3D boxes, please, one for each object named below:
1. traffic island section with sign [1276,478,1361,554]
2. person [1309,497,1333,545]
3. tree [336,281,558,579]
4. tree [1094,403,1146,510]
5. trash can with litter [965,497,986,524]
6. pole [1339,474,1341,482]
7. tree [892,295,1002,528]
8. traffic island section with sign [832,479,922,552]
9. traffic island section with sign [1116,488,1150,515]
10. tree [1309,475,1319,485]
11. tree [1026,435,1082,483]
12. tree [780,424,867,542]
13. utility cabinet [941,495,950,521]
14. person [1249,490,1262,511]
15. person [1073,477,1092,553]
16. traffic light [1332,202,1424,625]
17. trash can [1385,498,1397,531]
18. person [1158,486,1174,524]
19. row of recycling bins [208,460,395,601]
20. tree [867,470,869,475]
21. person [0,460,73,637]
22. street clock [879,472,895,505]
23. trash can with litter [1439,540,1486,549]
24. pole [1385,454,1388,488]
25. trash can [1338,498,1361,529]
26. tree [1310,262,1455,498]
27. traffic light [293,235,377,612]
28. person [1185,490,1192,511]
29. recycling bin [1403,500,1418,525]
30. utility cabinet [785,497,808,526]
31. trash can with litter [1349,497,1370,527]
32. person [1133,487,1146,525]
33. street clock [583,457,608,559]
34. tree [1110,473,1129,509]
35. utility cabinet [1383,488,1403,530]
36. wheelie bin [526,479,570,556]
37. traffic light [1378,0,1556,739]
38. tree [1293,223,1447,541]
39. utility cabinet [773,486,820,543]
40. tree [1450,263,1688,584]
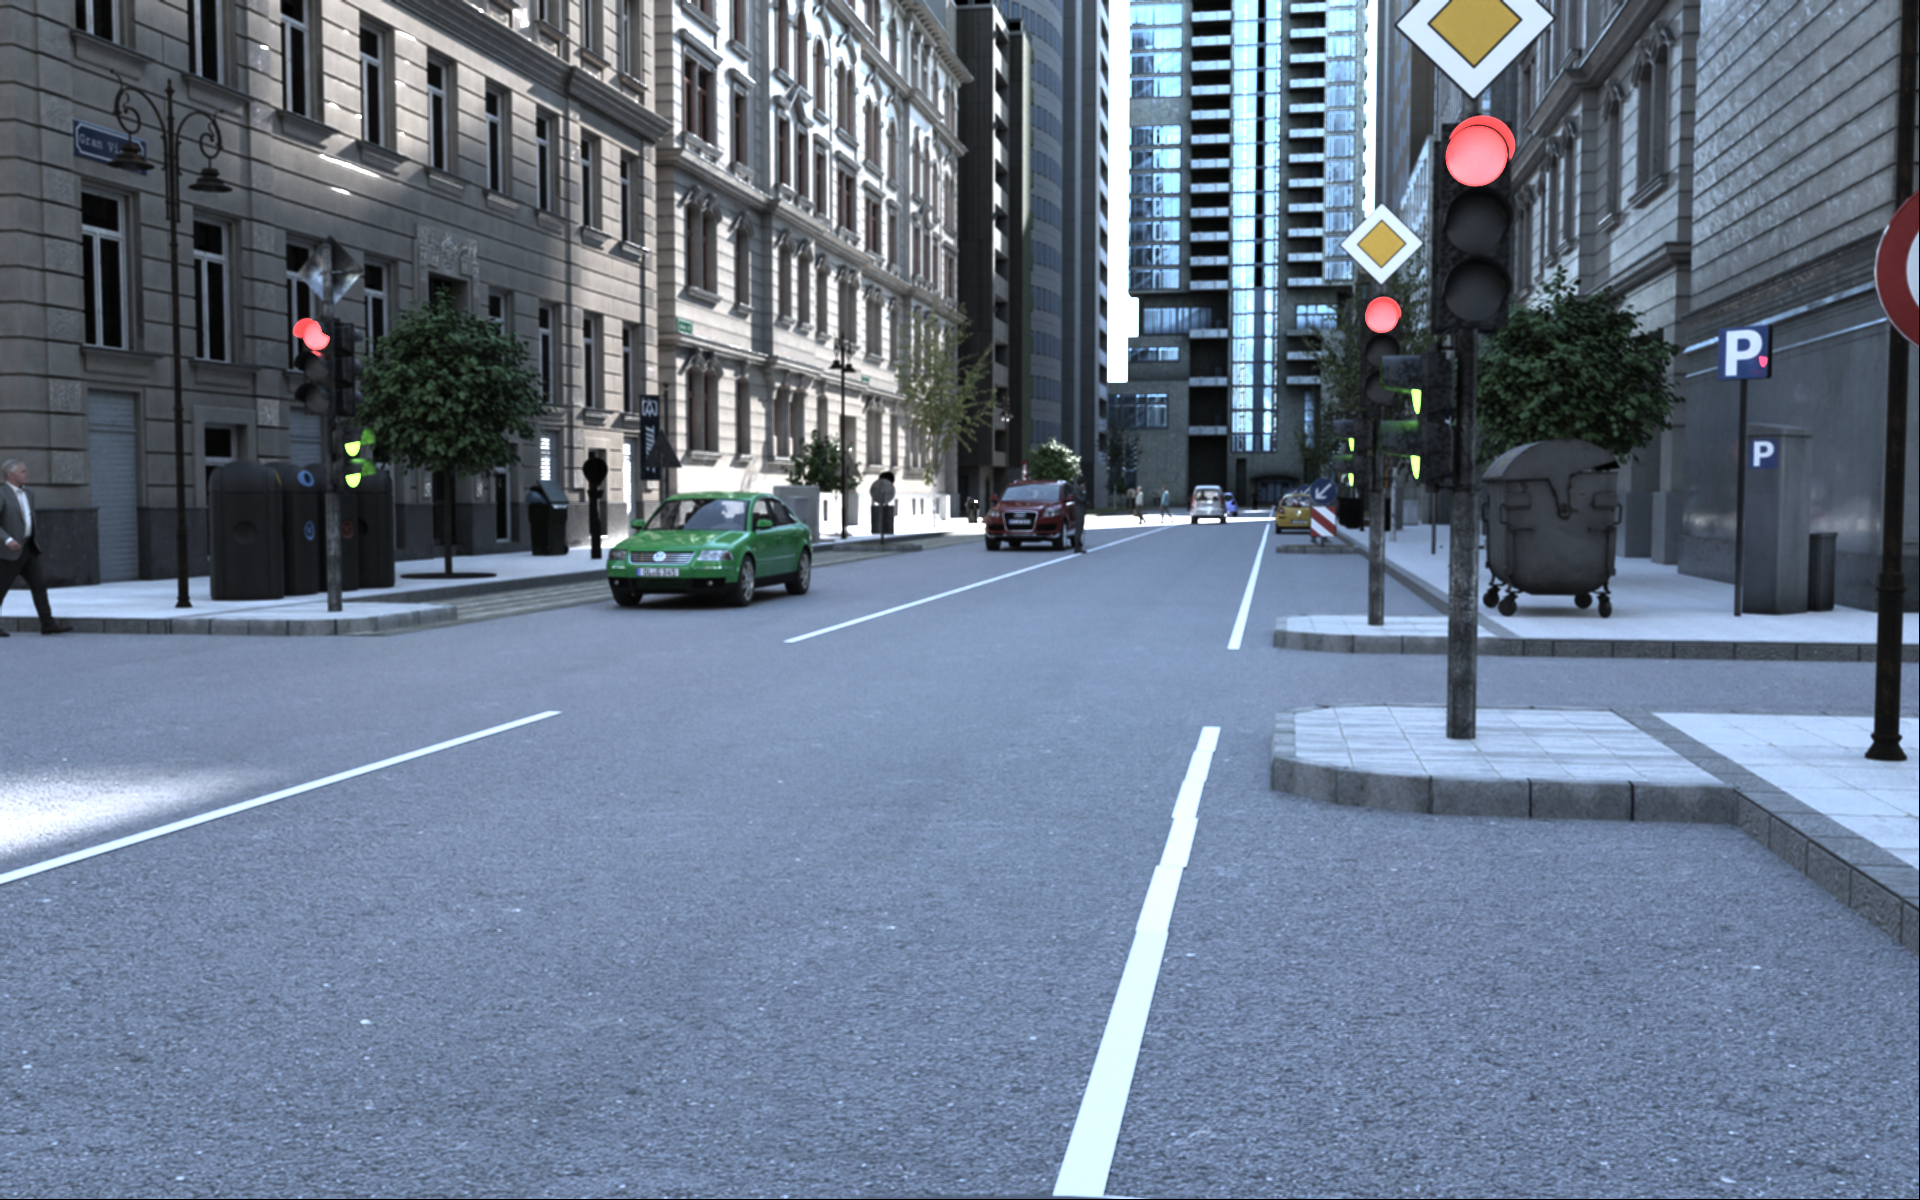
[{"bbox_3d":[8.761,-2.067,42.418,1.989,1.847,2.006,1,4,10],"label":"traffic island section with sign"},{"bbox_3d":[10.209,-2.464,48.772,0.713,1.824,0.794,2,4,26],"label":"person"},{"bbox_3d":[-7.855,-2.631,26.735,4.285,4.588,4.351,0,3,0],"label":"tree"},{"bbox_3d":[12.664,-11.574,139.596,4.360,8.622,3.978,0,3,0],"label":"tree"},{"bbox_3d":[0.777,-3.875,74.751,1.055,1.170,0.624,-1,4,-10],"label":"trash can with litter"},{"bbox_3d":[19.897,-5.904,90.379,0.158,3.312,0.155,0,3,0],"label":"pole"},{"bbox_3d":[-0.759,-7.020,65.133,4.737,8.622,4.395,0,3,0],"label":"tree"},{"bbox_3d":[-2.015,-2.138,43.586,1.989,1.847,2.006,1,4,10],"label":"traffic island section with sign"},{"bbox_3d":[11.842,-6.770,119.320,1.989,1.847,2.006,1,4,10],"label":"traffic island section with sign"},{"bbox_3d":[32.247,-10.015,158.354,1.663,3.219,1.824,0,3,0],"label":"tree"},{"bbox_3d":[5.003,-6.833,95.439,4.285,4.588,4.351,0,3,0],"label":"tree"},{"bbox_3d":[-3.830,-3.210,47.088,1.663,3.219,1.824,0,3,0],"label":"tree"},{"bbox_3d":[-0.700,-4.320,81.790,0.306,1.237,1.020,1,4,8],"label":"utility cabinet"},{"bbox_3d":[25.354,-8.569,148.745,1.348,1.807,0.705,-1,4,-20],"label":"person"},{"bbox_3d":[2.964,-2.060,41.983,0.447,1.846,0.655,1,4,9],"label":"person"},{"bbox_3d":[4.059,-1.709,16.868,0.839,4.253,0.868,1,4,10],"label":"traffic light"},{"bbox_3d":[14.727,-2.956,59.976,0.748,1.137,0.748,0,3,0],"label":"trash can"},{"bbox_3d":[9.864,-4.566,83.009,0.748,1.841,0.638,3,4,36],"label":"person"},{"bbox_3d":[-8.518,-0.940,22.476,1.069,1.692,3.534,1,4,11],"label":"row of recycling bins"},{"bbox_3d":[-3.848,-3.600,53.469,1.663,3.219,1.824,0,3,0],"label":"tree"},{"bbox_3d":[-9.425,-0.521,17.422,0.834,1.777,0.661,0,4,2],"label":"person"},{"bbox_3d":[-2.359,-3.130,55.753,0.471,2.002,0.358,-2,4,-29],"label":"street clock"},{"bbox_3d":[12.261,-1.839,41.120,1.678,1.210,2.233,1,4,16],"label":"trash can with litter"},{"bbox_3d":[20.798,-5.545,84.510,0.158,3.312,0.155,0,3,0],"label":"pole"},{"bbox_3d":[14.635,-3.230,64.462,0.748,1.137,0.748,0,3,0],"label":"trash can"},{"bbox_3d":[13.281,-6.387,54.788,4.360,8.622,3.978,0,3,0],"label":"tree"},{"bbox_3d":[-6.825,-1.830,18.836,0.839,4.253,0.868,1,4,10],"label":"traffic light"},{"bbox_3d":[19.308,-8.327,145.373,0.721,1.735,1.217,-3,5,-42],"label":"person"},{"bbox_3d":[18.357,-3.577,71.045,0.722,1.027,0.722,0,4,0],"label":"recycling bin"},{"bbox_3d":[-4.073,-1.970,43.365,0.306,1.237,1.020,1,4,12],"label":"utility cabinet"},{"bbox_3d":[15.782,-3.489,68.440,1.055,1.170,0.624,1,4,14],"label":"trash can with litter"},{"bbox_3d":[8.384,-4.383,80.648,0.515,1.767,0.782,0,4,-6],"label":"person"},{"bbox_3d":[-7.223,-1.821,34.338,0.471,2.002,0.358,-1,4,-18],"label":"street clock"},{"bbox_3d":[13.549,-9.195,144.938,1.663,3.219,1.824,0,3,0],"label":"tree"},{"bbox_3d":[15.294,-3.235,61.575,1.173,1.500,0.318,-3,5,-44],"label":"utility cabinet"},{"bbox_3d":[-8.658,-1.735,36.273,0.693,1.594,0.980,2,4,25],"label":"wheelie bin"},{"bbox_3d":[2.622,-1.229,9.013,0.839,4.253,0.868,1,4,10],"label":"traffic light"},{"bbox_3d":[11.707,-5.927,47.270,4.737,8.622,4.395,0,3,0],"label":"tree"},{"bbox_3d":[-4.236,-2.214,44.874,1.173,1.500,0.318,1,4,8],"label":"utility cabinet"},{"bbox_3d":[8.562,-2.517,24.860,4.285,4.588,4.351,0,3,0],"label":"tree"}]
